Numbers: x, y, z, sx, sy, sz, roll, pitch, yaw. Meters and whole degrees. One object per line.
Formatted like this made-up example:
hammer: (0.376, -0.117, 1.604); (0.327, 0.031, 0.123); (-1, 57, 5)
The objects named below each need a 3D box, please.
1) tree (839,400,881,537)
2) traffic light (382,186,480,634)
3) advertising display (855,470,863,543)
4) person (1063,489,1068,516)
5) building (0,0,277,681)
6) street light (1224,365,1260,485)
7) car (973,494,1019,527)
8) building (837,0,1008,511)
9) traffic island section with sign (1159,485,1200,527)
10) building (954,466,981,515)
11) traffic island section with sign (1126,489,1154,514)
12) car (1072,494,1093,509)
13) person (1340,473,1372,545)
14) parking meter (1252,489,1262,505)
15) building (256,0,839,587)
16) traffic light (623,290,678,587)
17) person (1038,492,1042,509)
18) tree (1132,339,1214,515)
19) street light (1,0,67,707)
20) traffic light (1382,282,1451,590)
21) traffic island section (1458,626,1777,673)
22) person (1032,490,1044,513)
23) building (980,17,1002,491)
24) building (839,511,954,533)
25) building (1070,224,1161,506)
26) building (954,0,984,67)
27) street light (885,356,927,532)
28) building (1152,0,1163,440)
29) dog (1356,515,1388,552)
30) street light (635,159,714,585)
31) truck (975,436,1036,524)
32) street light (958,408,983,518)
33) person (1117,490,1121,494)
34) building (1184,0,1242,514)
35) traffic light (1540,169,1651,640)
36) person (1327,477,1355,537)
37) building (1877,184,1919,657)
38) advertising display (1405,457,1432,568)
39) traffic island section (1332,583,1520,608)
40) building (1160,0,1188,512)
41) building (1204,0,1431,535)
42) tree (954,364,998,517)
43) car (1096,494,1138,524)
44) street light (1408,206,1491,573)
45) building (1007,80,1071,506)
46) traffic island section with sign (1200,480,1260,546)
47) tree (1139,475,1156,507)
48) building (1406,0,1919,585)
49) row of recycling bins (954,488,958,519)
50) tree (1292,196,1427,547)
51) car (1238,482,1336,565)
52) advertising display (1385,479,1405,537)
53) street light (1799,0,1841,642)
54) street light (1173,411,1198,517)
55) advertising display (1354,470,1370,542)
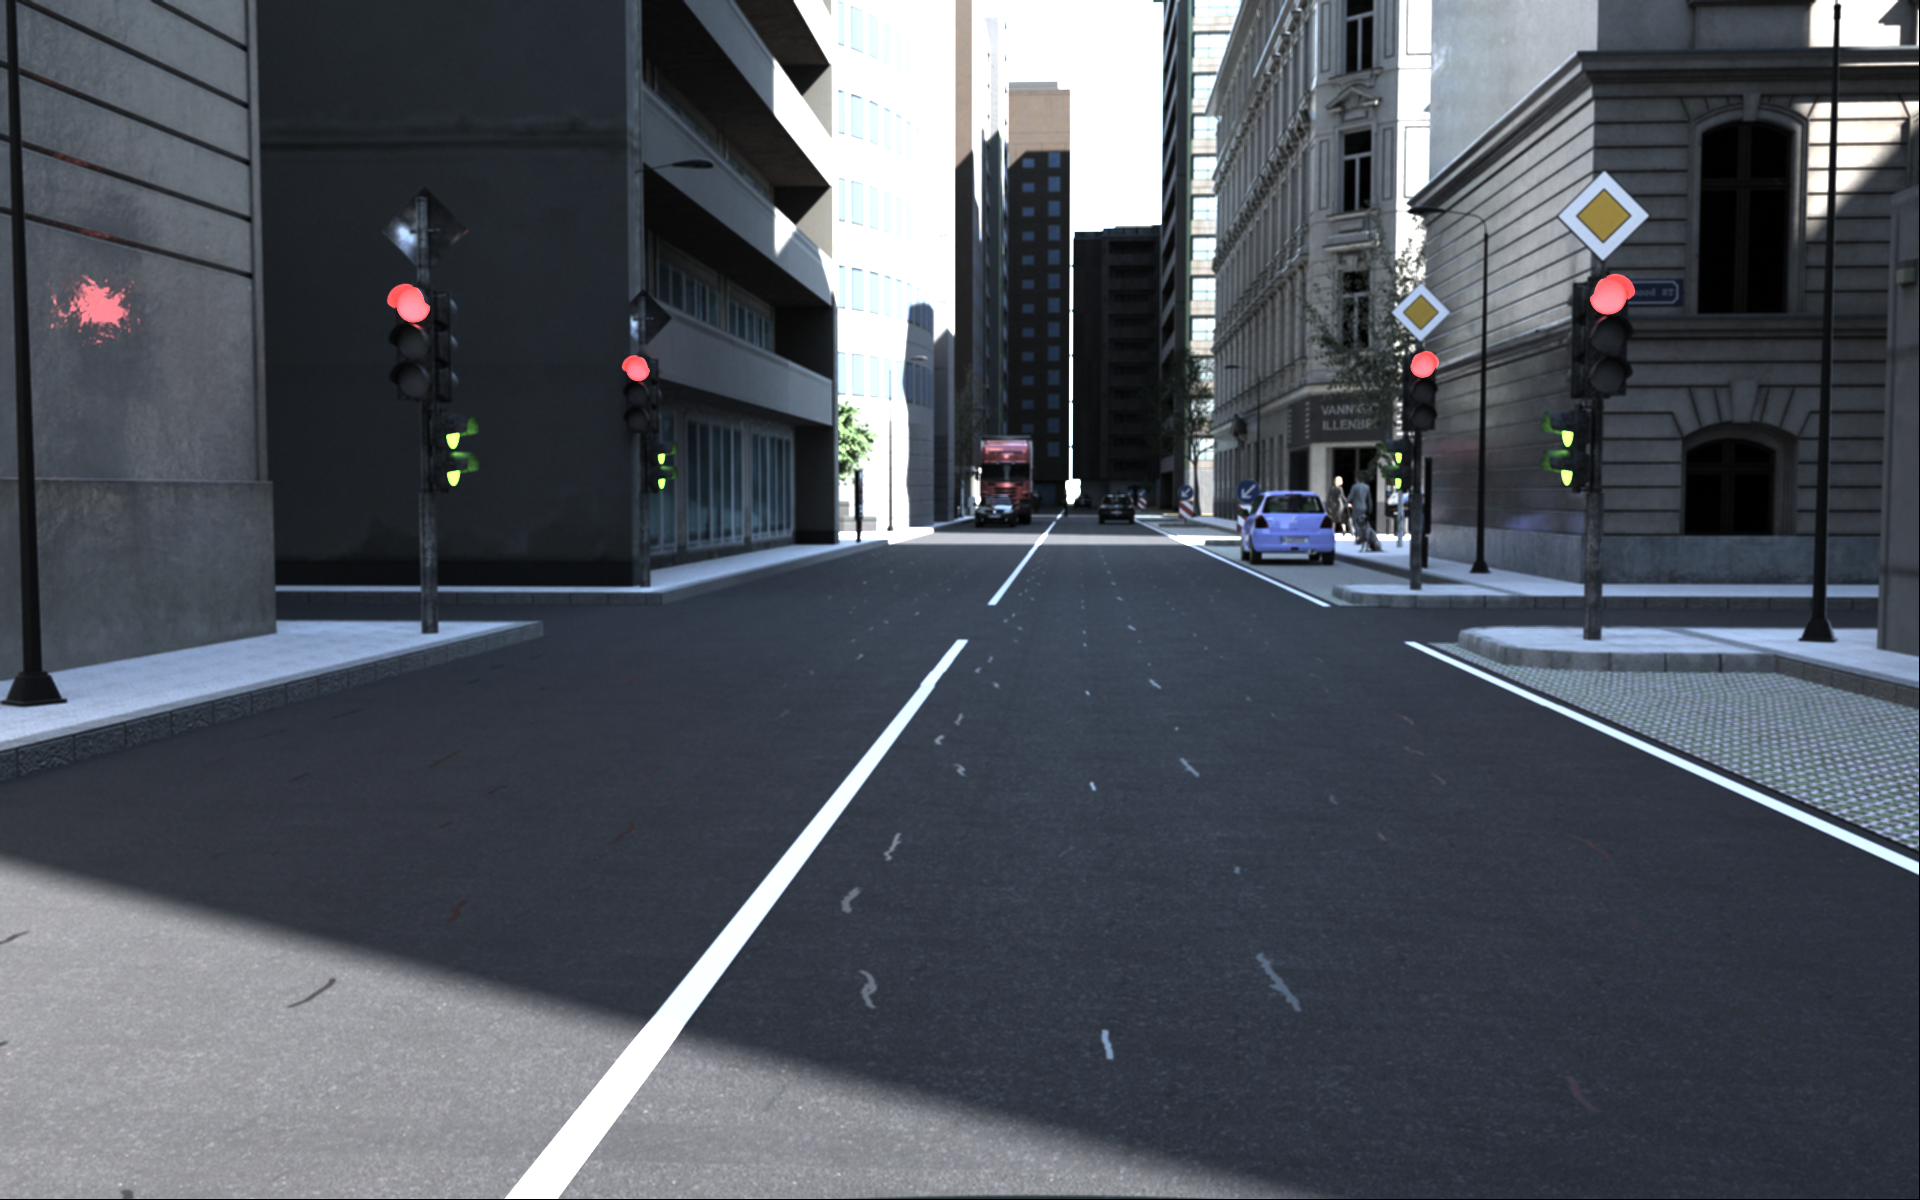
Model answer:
tree: (-4.079, -4.154, 51.629); (4.285, 4.588, 4.351); (0, 3, 0)
traffic light: (-4.875, -1.648, 15.863); (0.839, 4.253, 0.868); (0, 4, 4)
advertising display: (-2.692, -2.500, 46.091); (0.123, 1.923, 0.974); (0, 4, 2)
person: (6.706, -6.226, 111.009); (0.721, 1.735, 1.217); (0, 4, -3)
building: (-20.983, -10.746, 8.974); (30.059, 22.955, 16.112); (0, 4, 4)
street light: (10.212, -5.500, 62.459); (1.470, 5.913, 1.316); (0, 4, 4)
car: (1.597, -4.032, 75.713); (2.009, 1.686, 4.222); (0, 4, 4)
building: (-9.671, -38.044, 164.017); (28.212, 58.520, 21.231); (0, 4, 4)
traffic island section with sign: (9.624, -4.058, 74.977); (1.989, 1.847, 2.006); (0, 4, 4)
building: (-14.984, -25.686, 111.850); (32.217, 40.220, 23.993); (0, 4, 4)
traffic island section with sign: (13.013, -7.125, 125.129); (1.989, 1.847, 2.006); (0, 4, 4)
car: (12.097, -9.865, 171.081); (2.009, 1.686, 4.222); (0, 4, 4)
person: (10.153, -2.326, 44.191); (0.709, 1.813, 0.853); (-2, 4, -26)
parking meter: (11.138, -3.463, 65.038); (0.372, 1.533, 0.369); (0, 3, 0)
building: (-14.458, -25.074, 33.660); (21.300, 48.544, 21.600); (0, 4, 4)
traffic light: (-4.338, -2.135, 23.831); (0.839, 4.253, 0.868); (0, 4, 4)
person: (7.822, -9.889, 171.648); (0.593, 1.643, 0.415); (-2, 4, -35)
tree: (14.078, -10.386, 104.224); (7.601, 10.594, 8.767); (1, 4, 23)
street light: (-5.137, -2.315, 10.396); (1.470, 5.913, 1.316); (0, 4, 4)
traffic light: (6.100, -2.093, 23.147); (0.839, 4.253, 0.868); (0, 4, 4)
traffic island section: (5.603, 0.428, 15.291); (2.009, 0.180, 2.903); (0, 4, 4)
person: (5.866, -7.499, 131.838); (1.217, 1.736, 0.721); (-3, 4, -38)
building: (-3.833, -28.195, 144.588); (14.154, 41.232, 14.086); (0, 4, 4)
building: (-11.676, -32.193, 68.358); (21.231, 58.520, 28.212); (0, 4, 4)
building: (19.057, -25.479, 188.285); (14.107, 30.474, 14.160); (0, 4, 4)
building: (-5.504, -29.361, 130.163); (14.600, 45.320, 14.200); (0, 4, 4)
street light: (-1.813, -5.265, 58.623); (1.470, 5.913, 1.316); (0, 4, 4)
building: (32.369, -34.773, 157.779); (28.713, 52.752, 27.495); (0, 4, 4)
dog: (9.205, -1.467, 38.369); (0.800, 0.831, 0.513); (1, 4, 17)
street light: (-4.109, -3.158, 24.173); (1.470, 5.913, 1.316); (0, 4, 4)
truck: (2.345, -5.912, 85.570); (2.839, 4.237, 11.283); (0, 4, 3)
street light: (0.565, -7.422, 93.886); (1.470, 5.913, 1.316); (0, 4, 4)
person: (13.569, -8.507, 147.688); (1.348, 1.812, 0.705); (-1, 4, -19)
building: (22.064, -26.415, 115.484); (14.154, 41.232, 14.086); (0, 4, 4)
traffic light: (5.564, -1.606, 15.179); (0.839, 4.253, 0.868); (0, 4, 4)
person: (11.500, -2.795, 51.963); (0.699, 1.804, 1.509); (-1, 4, -14)
building: (17.089, -34.434, 1.243); (20.563, 71.187, 20.611); (0, 4, 4)
advertising display: (8.061, -1.539, 30.384); (0.123, 1.923, 0.974); (0, 4, -2)
traffic island section: (6.140, -0.060, 23.258); (2.009, 0.180, 2.903); (0, 4, 4)
building: (26.687, -31.138, 132.801); (21.300, 48.544, 21.600); (0, 4, 4)
building: (20.601, -18.222, 74.343); (17.030, 29.872, 44.131); (0, 4, 4)
tree: (-0.094, -8.974, 97.092); (4.360, 8.622, 3.978); (0, 3, 0)
car: (7.627, -4.552, 84.213); (2.009, 1.686, 4.222); (0, 4, 6)
street light: (7.927, -3.396, 28.064); (1.470, 5.913, 1.316); (0, 4, 4)
building: (4.897, -32.912, 188.214); (14.200, 45.320, 14.600); (0, 4, 4)
traffic island section with sign: (7.818, -2.413, 48.083); (1.989, 1.847, 2.006); (0, 4, 4)
tree: (18.822, -11.074, 175.664); (1.663, 3.219, 1.824); (0, 3, 0)
building: (26.093, -12.776, 27.979); (34.723, 24.649, 14.460); (0, 4, 4)
row of recycling bins: (-1.859, -5.014, 89.084); (3.534, 1.692, 1.069); (-1, 4, -8)
tree: (10.448, -5.593, 41.815); (4.360, 8.622, 3.978); (0, 3, 0)
car: (6.809, -1.627, 36.190); (1.945, 1.707, 3.694); (0, 4, 5)
advertising display: (13.092, -2.834, 51.555); (0.123, 1.923, 0.974); (-3, 5, -40)
street light: (6.972, -2.598, 15.021); (1.470, 5.913, 1.316); (0, 4, 4)
street light: (12.641, -7.616, 97.067); (1.470, 5.913, 1.316); (0, 4, 4)
advertising display: (10.882, -2.554, 46.977); (0.123, 1.923, 0.974); (0, 4, -5)
